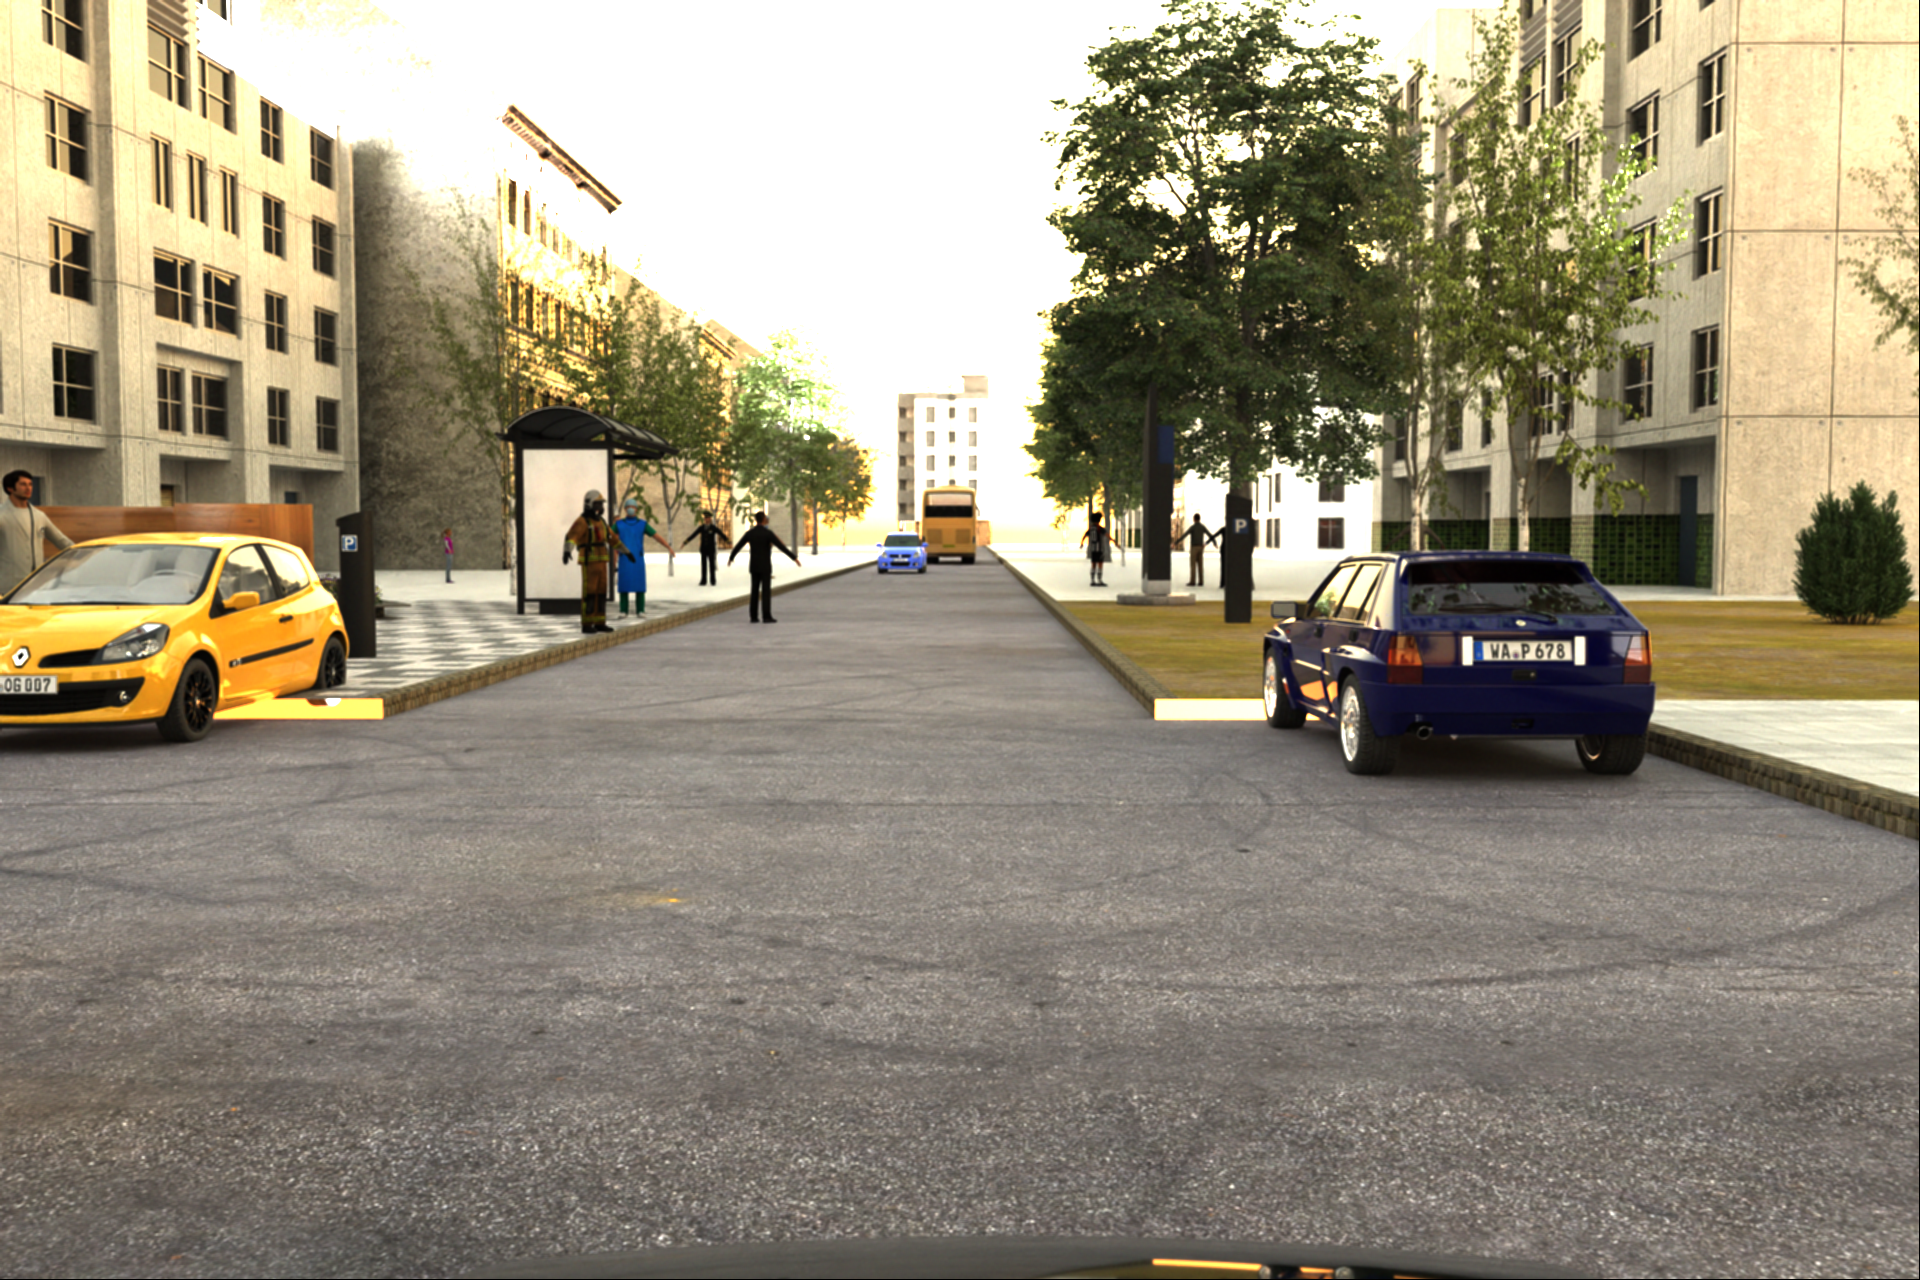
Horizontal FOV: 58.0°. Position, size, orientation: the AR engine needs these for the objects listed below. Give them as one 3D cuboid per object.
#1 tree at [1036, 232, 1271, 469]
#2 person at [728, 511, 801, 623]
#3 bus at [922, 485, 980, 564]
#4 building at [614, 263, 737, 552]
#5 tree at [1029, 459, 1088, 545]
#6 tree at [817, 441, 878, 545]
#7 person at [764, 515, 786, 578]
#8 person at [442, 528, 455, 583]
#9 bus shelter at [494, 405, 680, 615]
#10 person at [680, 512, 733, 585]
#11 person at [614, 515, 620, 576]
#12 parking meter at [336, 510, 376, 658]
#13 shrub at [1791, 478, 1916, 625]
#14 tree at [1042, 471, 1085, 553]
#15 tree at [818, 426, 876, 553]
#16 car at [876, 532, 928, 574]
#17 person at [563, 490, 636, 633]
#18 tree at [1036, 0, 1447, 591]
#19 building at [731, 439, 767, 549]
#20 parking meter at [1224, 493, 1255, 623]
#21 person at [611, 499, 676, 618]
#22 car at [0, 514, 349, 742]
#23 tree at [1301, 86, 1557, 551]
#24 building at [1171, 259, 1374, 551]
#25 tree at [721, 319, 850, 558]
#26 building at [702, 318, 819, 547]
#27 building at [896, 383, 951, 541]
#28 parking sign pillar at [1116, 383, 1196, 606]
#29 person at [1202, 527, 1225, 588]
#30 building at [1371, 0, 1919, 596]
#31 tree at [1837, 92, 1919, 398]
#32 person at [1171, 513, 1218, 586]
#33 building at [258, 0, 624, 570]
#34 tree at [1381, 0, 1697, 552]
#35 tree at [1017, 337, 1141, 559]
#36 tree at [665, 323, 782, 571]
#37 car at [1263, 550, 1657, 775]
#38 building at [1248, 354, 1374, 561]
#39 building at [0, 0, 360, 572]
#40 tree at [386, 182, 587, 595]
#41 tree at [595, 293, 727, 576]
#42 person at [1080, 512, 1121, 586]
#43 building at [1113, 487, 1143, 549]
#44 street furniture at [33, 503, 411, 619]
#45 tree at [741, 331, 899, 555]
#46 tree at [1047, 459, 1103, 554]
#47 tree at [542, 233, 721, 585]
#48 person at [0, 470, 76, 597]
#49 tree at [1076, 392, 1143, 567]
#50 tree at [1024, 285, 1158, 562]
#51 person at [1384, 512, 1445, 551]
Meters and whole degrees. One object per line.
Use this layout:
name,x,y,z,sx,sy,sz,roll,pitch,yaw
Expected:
tree,5.739,-7.140,51.145,7.601,10.594,8.767,1,4,14
person,-3.208,-1.183,28.022,1.346,1.802,0.704,2,4,23
bus,-0.436,-5.809,86.529,2.896,3.916,12.252,0,4,1
building,-28.336,-18.641,135.711,19.493,23.208,18.063,0,4,0
tree,12.389,-17.350,209.420,9.928,11.665,9.643,0,3,0
tree,-13.429,-17.627,206.323,7.486,12.596,7.792,0,3,0
person,-5.611,-2.709,50.155,1.347,1.847,0.705,3,4,38
person,-13.361,-2.215,45.477,0.599,1.433,0.991,-1,4,-12
bus shelter,-6.285,-2.204,29.967,2.014,3.302,5.546,0,3,0
person,-6.313,-2.286,43.312,1.347,1.837,0.705,0,4,7
person,-8.224,-2.132,41.659,1.217,1.733,0.721,-1,4,-22
parking meter,-6.284,-0.588,18.017,0.372,1.533,0.369,0,3,0
shrub,12.719,-1.259,24.620,1.661,2.075,1.752,0,3,0
tree,7.350,-10.385,120.152,4.737,8.622,4.395,0,3,0
tree,-7.883,-10.268,118.240,4.737,8.622,4.395,0,3,0
car,-2.121,-3.327,63.986,1.945,1.707,3.694,0,4,1
person,-4.735,-1.024,22.509,0.705,1.858,1.354,2,4,29
tree,6.287,-8.099,39.077,9.857,13.997,8.962,0,3,0
building,-22.361,-13.410,161.399,9.099,9.664,28.070,0,4,1
parking meter,4.041,-1.181,25.021,0.399,1.863,0.255,0,4,-1
person,-5.026,-1.246,26.504,1.347,1.817,0.704,-1,4,-9
car,-6.086,-0.178,13.136,2.015,1.641,3.980,0,4,0
tree,7.536,-4.835,29.414,4.360,8.622,3.978,0,3,0
building,25.756,-18.691,136.522,19.493,23.208,18.063,0,3,0
tree,-9.130,-10.625,91.852,7.486,12.596,7.792,0,3,0
building,-25.173,-21.669,185.210,19.493,23.208,18.063,0,4,0
building,-7.318,-21.426,209.197,11.380,20.090,16.016,0,4,-2
parking sign pillar,3.583,-2.633,31.529,1.447,3.967,1.447,0,4,1
person,6.355,-2.110,41.220,1.216,1.740,0.721,-1,4,-10
building,24.288,-11.299,51.201,16.747,18.905,31.486,0,4,0
tree,16.572,-4.820,29.171,4.360,8.622,3.978,0,3,0
person,5.849,-2.240,42.900,1.348,1.796,0.705,-2,4,-25
building,-25.166,-14.617,69.910,19.493,23.208,18.063,0,4,1
tree,7.913,-4.507,24.045,4.737,8.622,4.395,0,3,0
tree,6.455,-10.506,89.902,7.486,12.596,7.792,0,3,0
tree,-8.487,-6.729,60.374,4.737,8.622,4.395,0,3,0
car,3.160,0.056,11.660,1.945,1.354,3.894,0,4,-1
building,20.076,-8.584,82.493,9.099,9.664,28.070,0,4,0
building,-29.214,-10.809,43.182,16.747,18.905,31.486,0,4,1
tree,-9.152,-5.247,36.151,4.360,8.622,3.978,0,3,0
tree,-8.890,-6.246,52.479,4.737,8.622,4.395,0,3,0
person,3.397,-2.230,42.607,0.704,1.843,1.345,-3,5,-41
building,24.471,-18.392,167.160,16.747,18.905,31.486,0,4,1
street furniture,-12.215,-1.298,28.072,9.812,1.723,11.010,-2,4,-31
tree,-8.643,-11.863,104.330,12.009,13.543,11.850,0,3,0
tree,7.189,-9.994,113.767,4.737,8.622,4.395,0,3,0
tree,-8.367,-5.682,43.261,4.737,8.622,4.395,0,3,0
person,-7.725,-0.496,14.297,0.705,1.806,1.347,2,4,25
tree,6.396,-7.195,67.996,4.360,8.622,3.978,0,3,0
tree,6.349,-9.769,77.851,7.486,12.596,7.792,0,3,0
person,10.083,-1.968,38.301,1.348,1.813,0.705,0,4,0
